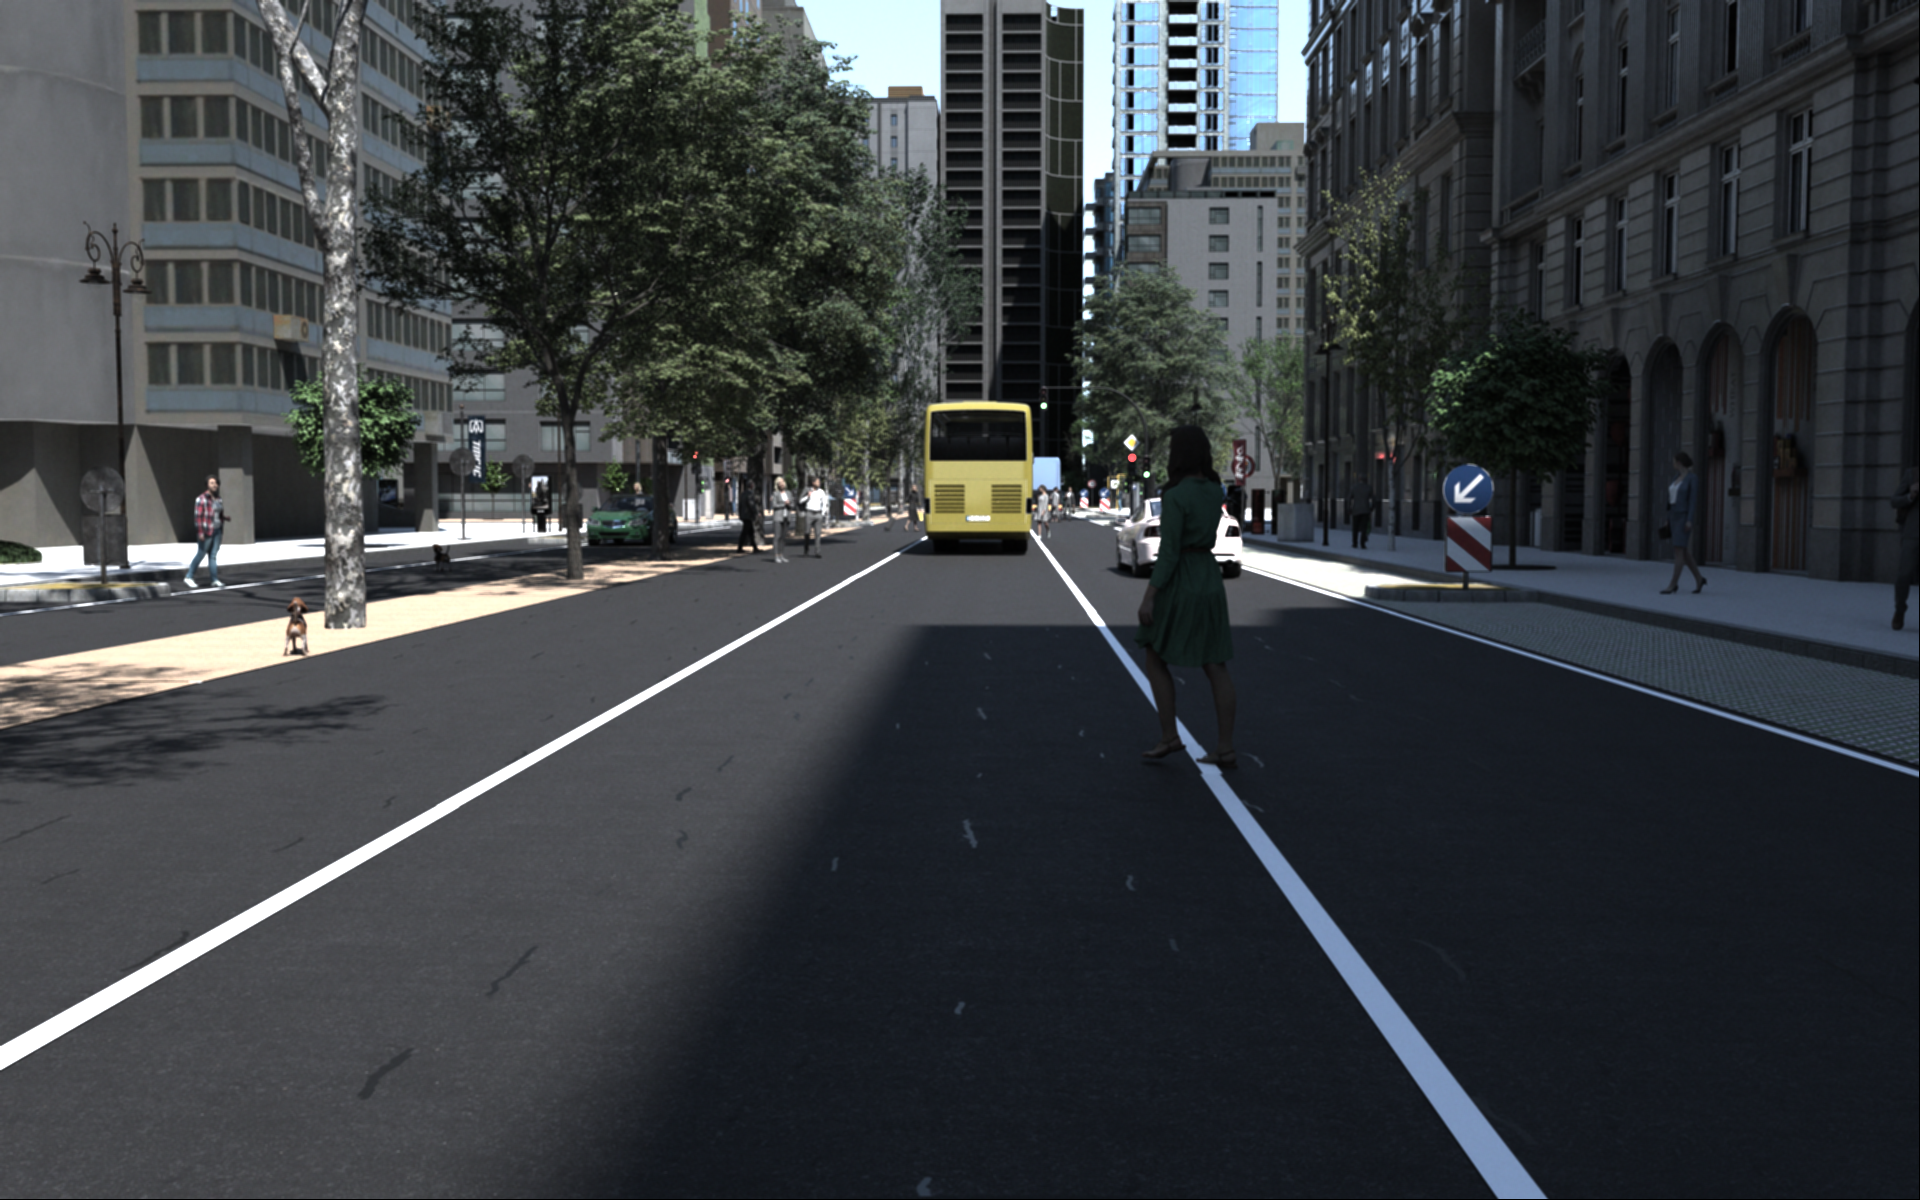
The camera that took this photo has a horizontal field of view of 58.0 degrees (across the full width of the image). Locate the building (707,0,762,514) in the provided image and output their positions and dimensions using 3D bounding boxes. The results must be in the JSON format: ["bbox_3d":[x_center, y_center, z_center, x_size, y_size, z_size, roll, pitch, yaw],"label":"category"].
[{"bbox_3d":[-21.157,-28.543,116.797,14.600,45.320,14.200,0,4,1],"label":"building"}]

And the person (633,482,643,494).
[{"bbox_3d":[-10.170,-2.834,55.026,0.709,1.800,0.728,3,5,43],"label":"person"}]

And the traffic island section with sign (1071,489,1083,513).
[{"bbox_3d":[9.398,-7.619,133.193,1.989,1.847,2.006,0,4,1],"label":"traffic island section with sign"}]

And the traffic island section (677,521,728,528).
[{"bbox_3d":[-11.249,-3.164,74.005,2.009,0.180,2.903,0,4,1],"label":"traffic island section"}]

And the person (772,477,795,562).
[{"bbox_3d":[-3.712,-1.704,36.540,0.537,1.800,0.526,-2,4,-30],"label":"person"}]

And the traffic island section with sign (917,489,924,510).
[{"bbox_3d":[-3.246,-9.081,156.609,2.006,1.907,1.989,0,4,1],"label":"traffic island section with sign"}]

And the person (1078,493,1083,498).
[{"bbox_3d":[13.062,-11.004,186.060,0.705,1.812,1.348,-2,4,-31],"label":"person"}]

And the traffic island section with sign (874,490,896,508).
[{"bbox_3d":[-8.132,-10.754,184.449,1.989,1.847,2.006,0,4,1],"label":"traffic island section with sign"}]

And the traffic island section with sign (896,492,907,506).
[{"bbox_3d":[-7.461,-12.406,211.457,1.989,1.847,2.006,0,4,1],"label":"traffic island section with sign"}]

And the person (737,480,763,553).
[{"bbox_3d":[-5.062,-2.022,41.963,0.834,1.777,0.661,-3,5,-39],"label":"person"}]

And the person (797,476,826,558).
[{"bbox_3d":[-3.352,-1.866,39.117,0.679,1.850,0.850,-1,4,-20],"label":"person"}]

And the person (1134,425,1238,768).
[{"bbox_3d":[1.212,-0.023,9.120,0.529,1.795,0.600,2,4,35],"label":"person"}]

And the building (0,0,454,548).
[{"bbox_3d":[-28.957,-22.017,51.865,23.993,40.220,32.217,0,4,1],"label":"building"}]

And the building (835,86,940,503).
[{"bbox_3d":[-17.003,-43.512,253.423,28.212,58.520,21.231,0,4,1],"label":"building"}]

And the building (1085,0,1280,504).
[{"bbox_3d":[27.401,-54.988,211.726,22.319,86.520,31.000,0,4,1],"label":"building"}]

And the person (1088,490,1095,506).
[{"bbox_3d":[14.368,-11.255,190.779,1.217,1.735,0.721,-2,4,-31],"label":"person"}]

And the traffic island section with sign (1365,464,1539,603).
[{"bbox_3d":[6.635,-0.921,23.688,1.989,1.847,2.006,0,4,1],"label":"traffic island section with sign"}]

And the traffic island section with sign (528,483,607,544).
[{"bbox_3d":[-11.501,-2.592,51.001,1.989,1.847,2.006,0,4,1],"label":"traffic island section with sign"}]

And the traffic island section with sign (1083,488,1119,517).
[{"bbox_3d":[8.724,-5.971,106.246,1.989,1.847,2.006,0,4,1],"label":"traffic island section with sign"}]

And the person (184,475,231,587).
[{"bbox_3d":[-11.611,-1.064,26.738,0.643,1.720,0.563,1,4,16],"label":"person"}]

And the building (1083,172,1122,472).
[{"bbox_3d":[33.338,-38.786,253.752,30.456,49.044,23.786,0,4,1],"label":"building"}]

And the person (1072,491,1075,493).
[{"bbox_3d":[13.527,-12.164,205.067,1.348,1.807,0.705,-3,5,-44],"label":"person"}]

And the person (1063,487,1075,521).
[{"bbox_3d":[5.818,-5.145,92.578,0.622,1.834,0.822,0,4,-4],"label":"person"}]

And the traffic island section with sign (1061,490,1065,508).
[{"bbox_3d":[10.653,-10.684,183.308,1.989,1.847,2.006,0,4,1],"label":"traffic island section with sign"}]

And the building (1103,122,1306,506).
[{"bbox_3d":[31.922,-30.195,185.572,32.217,40.220,23.993,0,4,1],"label":"building"}]

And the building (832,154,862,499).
[{"bbox_3d":[-27.998,-36.586,217.781,30.456,49.044,23.786,0,4,1],"label":"building"}]

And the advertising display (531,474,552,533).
[{"bbox_3d":[-13.847,-3.186,57.298,0.974,1.923,0.123,3,5,39],"label":"advertising display"}]

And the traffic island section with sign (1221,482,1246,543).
[{"bbox_3d":[7.331,-2.594,51.035,1.989,1.847,2.006,0,4,1],"label":"traffic island section with sign"}]

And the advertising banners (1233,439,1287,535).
[{"bbox_3d":[9.504,-3.601,55.056,2.074,3.025,0.090,3,5,45],"label":"advertising banners"}]

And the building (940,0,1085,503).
[{"bbox_3d":[7.680,-49.807,252.603,20.611,71.187,20.563,0,4,1],"label":"building"}]

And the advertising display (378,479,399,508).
[{"bbox_3d":[-24.816,-4.280,75.197,0.974,1.923,0.123,1,4,21],"label":"advertising display"}]

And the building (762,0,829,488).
[{"bbox_3d":[-24.422,-33.260,167.501,21.300,48.544,21.600,0,4,1],"label":"building"}]

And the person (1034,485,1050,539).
[{"bbox_3d":[2.635,-2.809,55.183,0.466,1.731,0.760,1,4,22],"label":"person"}]

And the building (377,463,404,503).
[{"bbox_3d":[-58.430,-36.667,219.116,30.456,49.044,23.786,0,4,1],"label":"building"}]

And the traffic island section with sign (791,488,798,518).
[{"bbox_3d":[-10.088,-5.991,106.574,1.989,1.847,2.006,0,4,1],"label":"traffic island section with sign"}]

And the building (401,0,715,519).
[{"bbox_3d":[-21.533,-25.058,93.291,14.154,41.232,14.086,0,4,1],"label":"building"}]

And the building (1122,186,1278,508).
[{"bbox_3d":[22.610,-24.182,167.082,14.160,30.474,14.107,0,4,1],"label":"building"}]

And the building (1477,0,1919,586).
[{"bbox_3d":[18.918,-11.610,31.623,13.314,21.916,24.055,0,4,1],"label":"building"}]

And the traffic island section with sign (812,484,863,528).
[{"bbox_3d":[-5.327,-4.034,74.090,2.006,1.907,1.989,0,4,1],"label":"traffic island section with sign"}]

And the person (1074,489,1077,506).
[{"bbox_3d":[12.803,-11.414,192.291,0.705,1.869,1.348,-1,4,-10],"label":"person"}]

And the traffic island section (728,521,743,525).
[{"bbox_3d":[-11.047,-3.652,81.987,2.009,0.180,2.903,0,4,1],"label":"traffic island section"}]

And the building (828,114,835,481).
[{"bbox_3d":[-21.061,-32.780,186.069,14.600,45.320,14.200,0,4,1],"label":"building"}]

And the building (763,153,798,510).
[{"bbox_3d":[-20.826,-22.487,139.361,14.160,30.474,14.107,0,4,1],"label":"building"}]

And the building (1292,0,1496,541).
[{"bbox_3d":[19.021,-15.866,56.672,12.463,27.353,25.104,0,4,1],"label":"building"}]

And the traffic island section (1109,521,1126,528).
[{"bbox_3d":[8.088,-3.622,81.501,2.009,0.180,2.903,0,4,1],"label":"traffic island section"}]

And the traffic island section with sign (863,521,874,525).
[{"bbox_3d":[-5.131,-4.487,81.494,2.006,1.907,1.989,0,4,1],"label":"traffic island section with sign"}]

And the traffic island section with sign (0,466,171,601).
[{"bbox_3d":[-12.182,-0.944,24.055,1.989,1.847,2.006,0,4,1],"label":"traffic island section with sign"}]

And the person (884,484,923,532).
[{"bbox_3d":[-2.158,-3.533,66.489,1.509,1.804,0.699,-1,4,-9],"label":"person"}]
